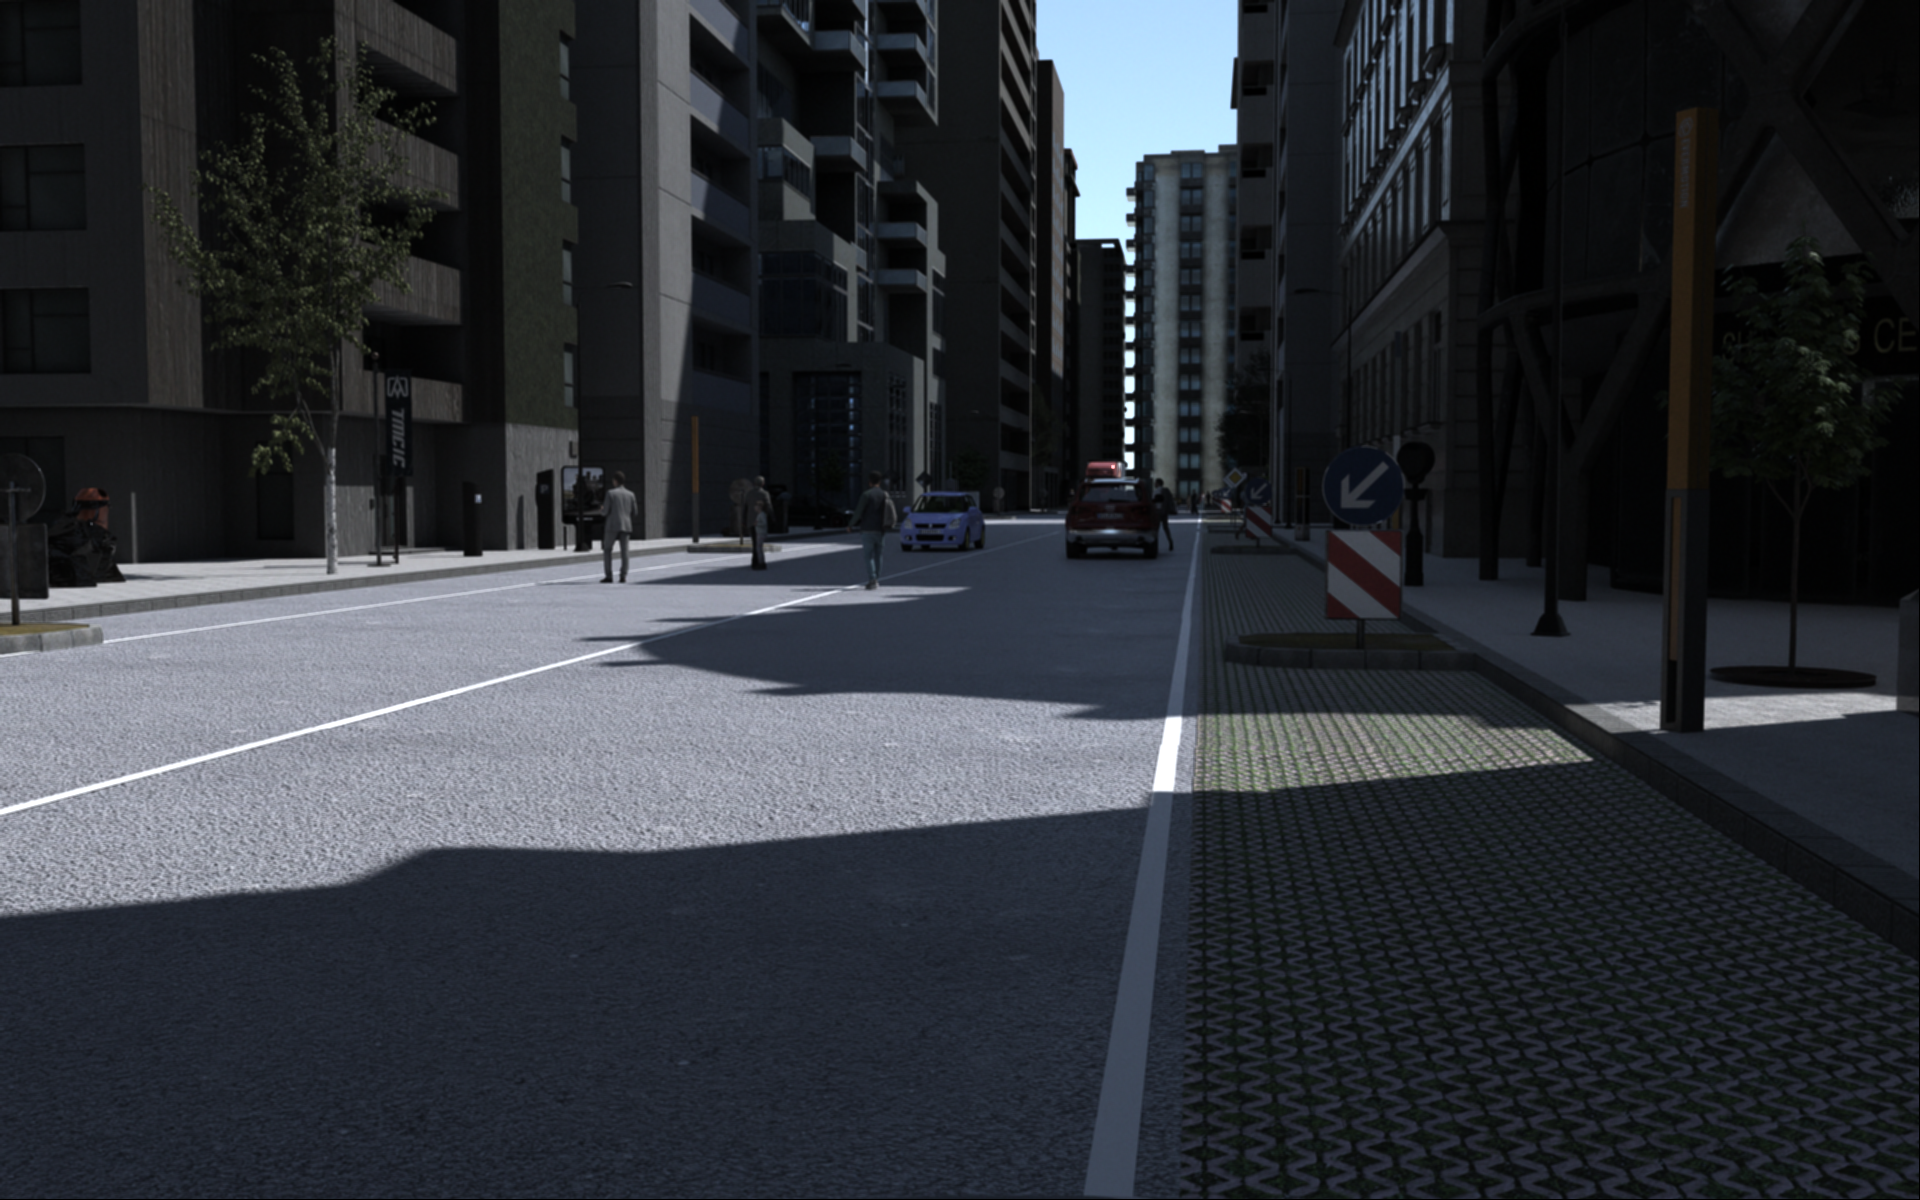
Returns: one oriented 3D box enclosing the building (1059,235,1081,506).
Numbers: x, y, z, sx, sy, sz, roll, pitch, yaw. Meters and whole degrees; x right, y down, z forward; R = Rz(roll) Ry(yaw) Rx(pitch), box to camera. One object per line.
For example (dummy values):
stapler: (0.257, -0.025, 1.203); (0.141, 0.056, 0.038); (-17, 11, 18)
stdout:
building: (5.820, -25.699, 191.874); (14.160, 30.474, 14.107); (0, 4, 8)

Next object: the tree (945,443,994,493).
tree: (0.612, -7.712, 109.799); (4.285, 4.588, 4.351); (0, 3, 0)

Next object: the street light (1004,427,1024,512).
street light: (3.730, -9.070, 120.832); (1.470, 5.913, 1.316); (0, 4, 8)

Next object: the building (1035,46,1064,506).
building: (3.119, -32.227, 177.025); (14.600, 45.320, 14.200); (0, 4, 8)

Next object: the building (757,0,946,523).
building: (-12.096, -47.409, 87.803); (22.319, 86.520, 31.000); (0, 4, 8)

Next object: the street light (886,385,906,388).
street light: (-2.989, -6.183, 73.634); (1.470, 5.913, 1.316); (0, 4, 8)

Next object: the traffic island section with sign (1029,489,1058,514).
traffic island section with sign: (6.038, -7.129, 125.187); (1.989, 1.847, 2.006); (0, 4, 8)

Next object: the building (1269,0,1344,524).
building: (28.669, -32.709, 76.796); (28.212, 58.520, 21.231); (0, 4, 8)

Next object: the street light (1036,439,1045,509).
street light: (7.020, -10.523, 144.594); (1.470, 5.913, 1.316); (0, 4, 8)

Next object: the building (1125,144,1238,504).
building: (38.366, -37.920, 239.599); (30.456, 49.044, 23.786); (0, 4, 8)

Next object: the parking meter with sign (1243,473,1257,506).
parking meter with sign: (23.955, -8.905, 141.856); (1.738, 3.016, 0.543); (-2, 4, -35)

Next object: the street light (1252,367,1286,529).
street light: (11.555, -5.569, 63.592); (1.470, 5.913, 1.316); (0, 4, 8)

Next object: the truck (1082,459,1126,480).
truck: (11.924, -9.365, 142.028); (2.839, 4.237, 11.283); (1, 4, 10)

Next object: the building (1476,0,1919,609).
building: (15.648, -9.528, 23.233); (16.820, 18.784, 16.811); (0, 4, 8)

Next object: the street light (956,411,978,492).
street light: (0.332, -7.637, 97.402); (1.470, 5.913, 1.316); (0, 4, 8)

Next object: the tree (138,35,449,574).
tree: (-10.312, -4.722, 27.560); (4.737, 8.622, 4.395); (0, 3, 0)

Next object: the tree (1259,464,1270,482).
tree: (16.881, -6.051, 93.528); (1.663, 3.219, 1.824); (0, 3, 0)

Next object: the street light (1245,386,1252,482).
street light: (13.037, -6.201, 73.935); (1.470, 5.913, 1.316); (0, 4, 8)

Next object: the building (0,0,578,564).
building: (-17.495, -16.239, 37.212); (14.160, 30.474, 14.107); (0, 4, 8)

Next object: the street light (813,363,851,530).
street light: (-4.550, -5.454, 61.712); (1.470, 5.913, 1.316); (0, 4, 8)

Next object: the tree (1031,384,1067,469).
tree: (4.387, -12.427, 137.589); (8.767, 10.594, 7.601); (0, 4, 7)

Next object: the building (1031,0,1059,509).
building: (-1.400, -44.102, 159.325); (20.563, 71.187, 20.611); (0, 4, 8)

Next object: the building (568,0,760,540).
building: (-21.521, -31.481, 56.708); (28.212, 58.520, 21.231); (0, 4, 8)

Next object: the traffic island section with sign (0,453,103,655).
traffic island section with sign: (-9.259, -0.465, 16.226); (1.989, 1.847, 2.006); (0, 4, 8)

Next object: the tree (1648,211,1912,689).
tree: (5.846, -1.056, 11.875); (1.663, 3.219, 1.824); (0, 3, 0)

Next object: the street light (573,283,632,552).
street light: (-7.886, -4.020, 38.274); (1.470, 5.913, 1.316); (0, 4, 8)

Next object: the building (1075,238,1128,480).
building: (11.628, -33.998, 247.747); (23.993, 40.220, 32.217); (0, 4, 8)

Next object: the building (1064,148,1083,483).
building: (1.508, -34.217, 214.079); (28.867, 44.769, 22.147); (0, 4, 8)

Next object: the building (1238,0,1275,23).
building: (33.632, -32.724, 124.271); (28.713, 52.752, 27.495); (0, 4, 8)

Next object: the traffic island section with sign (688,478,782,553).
traffic island section with sign: (-5.507, -2.098, 42.930); (1.989, 1.847, 2.006); (0, 4, 8)

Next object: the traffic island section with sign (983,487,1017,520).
traffic island section with sign: (2.215, -5.465, 97.973); (1.989, 1.847, 2.006); (0, 4, 8)

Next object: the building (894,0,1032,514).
building: (-6.565, -30.523, 122.760); (21.300, 48.544, 21.600); (0, 4, 8)

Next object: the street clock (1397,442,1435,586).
street clock: (6.339, -1.196, 24.129); (0.358, 2.002, 0.471); (-3, 5, -43)

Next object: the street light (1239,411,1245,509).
street light: (16.350, -7.635, 97.377); (1.470, 5.913, 1.316); (0, 4, 8)

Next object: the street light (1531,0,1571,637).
street light: (4.833, -2.636, 15.644); (1.470, 5.913, 1.316); (0, 4, 8)

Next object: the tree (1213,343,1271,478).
tree: (19.028, -10.597, 107.667); (7.601, 10.594, 8.767); (-2, 4, -28)

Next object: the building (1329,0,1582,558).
building: (18.876, -13.083, 47.183); (16.112, 22.955, 30.059); (0, 4, 8)

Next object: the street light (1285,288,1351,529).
street light: (8.212, -4.069, 39.076); (1.470, 5.913, 1.316); (0, 4, 8)

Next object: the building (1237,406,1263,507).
building: (37.748, -33.149, 165.686); (21.300, 48.544, 21.600); (0, 4, 8)

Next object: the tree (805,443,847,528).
tree: (-4.795, -4.331, 65.420); (1.663, 3.219, 1.824); (0, 3, 0)

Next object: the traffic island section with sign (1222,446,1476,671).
traffic island section with sign: (3.309, -0.389, 14.991); (1.989, 1.847, 2.006); (0, 4, 8)
